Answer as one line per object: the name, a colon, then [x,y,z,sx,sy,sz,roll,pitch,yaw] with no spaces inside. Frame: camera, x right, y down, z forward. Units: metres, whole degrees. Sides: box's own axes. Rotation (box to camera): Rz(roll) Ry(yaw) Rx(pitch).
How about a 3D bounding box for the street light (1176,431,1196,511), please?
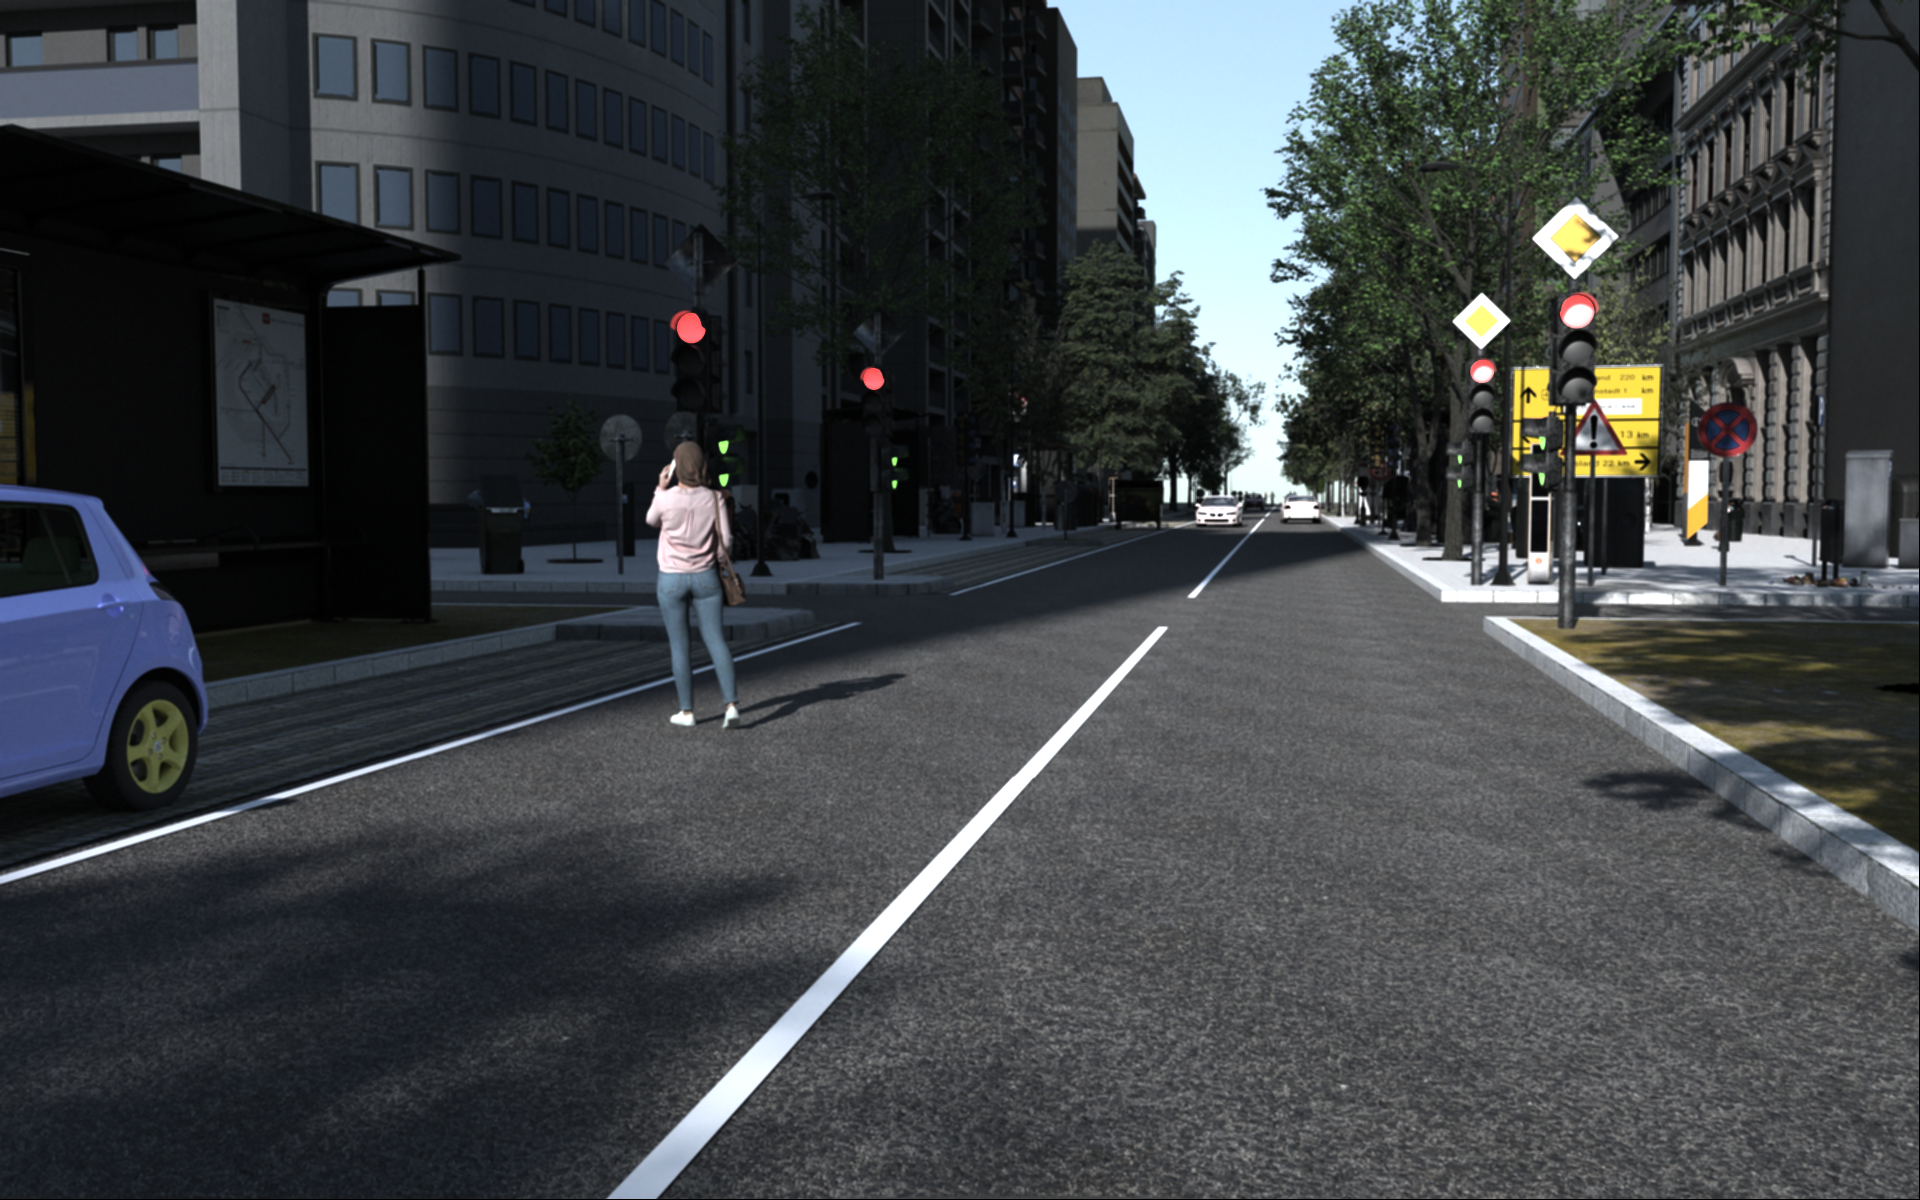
street light: [16.473,-9.481,127.560,1.470,5.913,1.316,1,4,11]

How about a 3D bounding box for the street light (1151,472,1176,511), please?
street light: [11.920,-7.979,102.998,1.470,5.913,1.316,1,4,11]

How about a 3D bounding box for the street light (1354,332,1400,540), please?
street light: [11.714,-4.665,48.818,1.470,5.913,1.316,1,4,11]

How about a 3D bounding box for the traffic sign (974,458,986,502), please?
traffic sign: [0.542,-3.713,60.816,0.768,2.556,0.104,1,4,18]

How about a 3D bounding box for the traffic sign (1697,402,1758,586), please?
traffic sign: [10.653,-1.468,24.108,0.768,2.556,0.104,1,4,20]

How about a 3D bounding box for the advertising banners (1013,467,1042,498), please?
advertising banners: [3.810,-6.257,98.483,2.074,3.025,0.090,-2,4,-25]

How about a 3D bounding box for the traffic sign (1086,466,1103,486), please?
traffic sign: [6.000,-4.727,77.397,0.768,2.556,0.104,1,4,17]

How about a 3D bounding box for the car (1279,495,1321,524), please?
car: [16.674,-4.434,84.858,2.083,1.381,4.827,1,4,9]

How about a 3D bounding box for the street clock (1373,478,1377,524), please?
street clock: [17.862,-4.305,74.951,0.358,2.002,0.471,1,4,21]

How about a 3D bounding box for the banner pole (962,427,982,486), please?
banner pole: [0.434,-4.558,64.533,0.863,3.779,0.401,1,4,16]

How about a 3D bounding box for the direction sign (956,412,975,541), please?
direction sign: [0.162,-3.419,47.898,0.379,3.537,0.876,2,4,35]

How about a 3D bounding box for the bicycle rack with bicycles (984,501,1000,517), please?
bicycle rack with bicycles: [2.117,-4.796,91.789,2.852,0.926,2.925,-1,4,-20]

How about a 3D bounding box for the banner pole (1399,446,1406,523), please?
banner pole: [19.464,-5.287,76.463,0.401,3.779,0.863,-2,4,-29]

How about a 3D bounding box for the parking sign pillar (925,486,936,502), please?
parking sign pillar: [-1.264,-5.225,73.899,1.447,3.967,1.447,0,4,-5]

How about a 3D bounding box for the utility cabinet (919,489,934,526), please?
utility cabinet: [-1.368,-3.745,69.906,0.318,1.500,1.173,1,4,15]

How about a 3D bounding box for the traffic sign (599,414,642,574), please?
traffic sign: [-5.431,-1.685,27.656,0.768,2.556,0.104,1,4,18]

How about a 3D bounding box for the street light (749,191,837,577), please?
street light: [-2.578,-3.319,26.802,1.470,5.913,1.316,1,4,11]

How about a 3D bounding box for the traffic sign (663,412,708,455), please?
traffic sign: [-4.108,-1.587,26.047,0.768,2.556,0.104,1,4,13]

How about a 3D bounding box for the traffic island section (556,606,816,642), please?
traffic island section: [-2.723,0.251,18.170,2.009,0.180,2.903,1,4,11]

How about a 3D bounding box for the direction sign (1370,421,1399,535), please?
direction sign: [13.207,-3.789,53.943,0.876,3.537,0.379,1,4,8]

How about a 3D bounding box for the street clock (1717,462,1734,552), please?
street clock: [17.068,-2.083,38.629,0.358,2.002,0.471,2,4,31]

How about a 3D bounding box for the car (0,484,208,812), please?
car: [-4.678,0.176,6.710,1.945,1.707,3.694,1,4,11]

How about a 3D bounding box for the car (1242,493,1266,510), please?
car: [26.537,-9.014,156.412,2.155,1.783,4.494,1,4,9]

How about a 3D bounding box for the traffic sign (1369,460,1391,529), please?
traffic sign: [15.554,-3.919,64.190,0.768,2.556,0.104,1,4,18]

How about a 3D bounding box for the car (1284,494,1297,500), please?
car: [43.719,-13.405,228.216,2.155,1.783,4.494,1,4,11]

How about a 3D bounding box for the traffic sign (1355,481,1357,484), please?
traffic sign: [21.426,-5.626,91.992,0.884,2.594,0.081,1,4,17]

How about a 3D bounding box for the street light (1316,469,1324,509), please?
street light: [21.501,-7.827,100.506,1.470,5.913,1.316,1,4,11]

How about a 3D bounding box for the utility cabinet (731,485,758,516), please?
utility cabinet: [-5.260,-2.081,42.705,0.318,1.500,1.173,1,4,18]

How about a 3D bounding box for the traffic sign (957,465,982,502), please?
traffic sign: [0.319,-3.666,59.941,0.884,2.594,0.081,1,4,13]

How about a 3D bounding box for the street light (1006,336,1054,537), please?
street light: [2.065,-4.805,51.102,1.470,5.913,1.316,1,4,11]

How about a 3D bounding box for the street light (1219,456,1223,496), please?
street light: [26.969,-12.892,183.331,1.470,5.913,1.316,1,4,11]

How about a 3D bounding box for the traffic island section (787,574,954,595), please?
traffic island section: [-1.242,-0.229,26.018,2.009,0.180,2.903,1,4,11]

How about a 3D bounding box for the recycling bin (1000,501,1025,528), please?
recycling bin: [2.006,-3.267,65.968,0.722,1.027,0.722,-2,4,-28]

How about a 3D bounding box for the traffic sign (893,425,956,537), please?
traffic sign: [-1.246,-3.531,51.597,2.265,3.308,0.079,1,4,11]

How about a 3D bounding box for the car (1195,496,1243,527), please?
car: [11.442,-3.909,76.280,2.083,1.381,4.827,1,4,12]

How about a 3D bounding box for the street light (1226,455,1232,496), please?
street light: [31.647,-14.369,207.475,1.470,5.913,1.316,1,4,11]

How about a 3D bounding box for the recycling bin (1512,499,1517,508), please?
recycling bin: [26.353,-4.191,81.084,0.722,1.027,0.722,-1,4,-15]

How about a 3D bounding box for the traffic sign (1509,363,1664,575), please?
traffic sign: [9.880,-2.051,27.413,2.265,3.308,0.079,1,4,18]

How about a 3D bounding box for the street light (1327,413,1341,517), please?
street light: [16.372,-6.178,73.557,1.470,5.913,1.316,1,4,11]

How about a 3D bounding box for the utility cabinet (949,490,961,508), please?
utility cabinet: [-0.239,-5.708,102.003,1.173,1.500,0.318,0,4,-3]

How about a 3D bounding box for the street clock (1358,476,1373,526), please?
street clock: [16.244,-3.988,69.775,0.358,2.002,0.471,-1,4,-21]

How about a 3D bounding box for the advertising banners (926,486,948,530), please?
advertising banners: [-0.786,-4.046,62.342,0.090,3.025,2.074,1,4,21]

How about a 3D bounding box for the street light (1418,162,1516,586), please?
street light: [7.114,-3.167,24.319,1.470,5.913,1.316,1,4,11]

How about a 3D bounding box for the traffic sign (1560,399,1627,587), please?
traffic sign: [8.716,-1.460,23.880,0.884,2.594,0.081,1,4,11]

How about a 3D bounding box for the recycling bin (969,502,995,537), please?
recycling bin: [0.667,-2.450,52.616,0.722,1.027,0.722,0,4,-4]

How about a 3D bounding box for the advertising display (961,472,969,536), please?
advertising display: [0.145,-2.741,50.030,0.123,1.923,0.974,0,4,-6]
